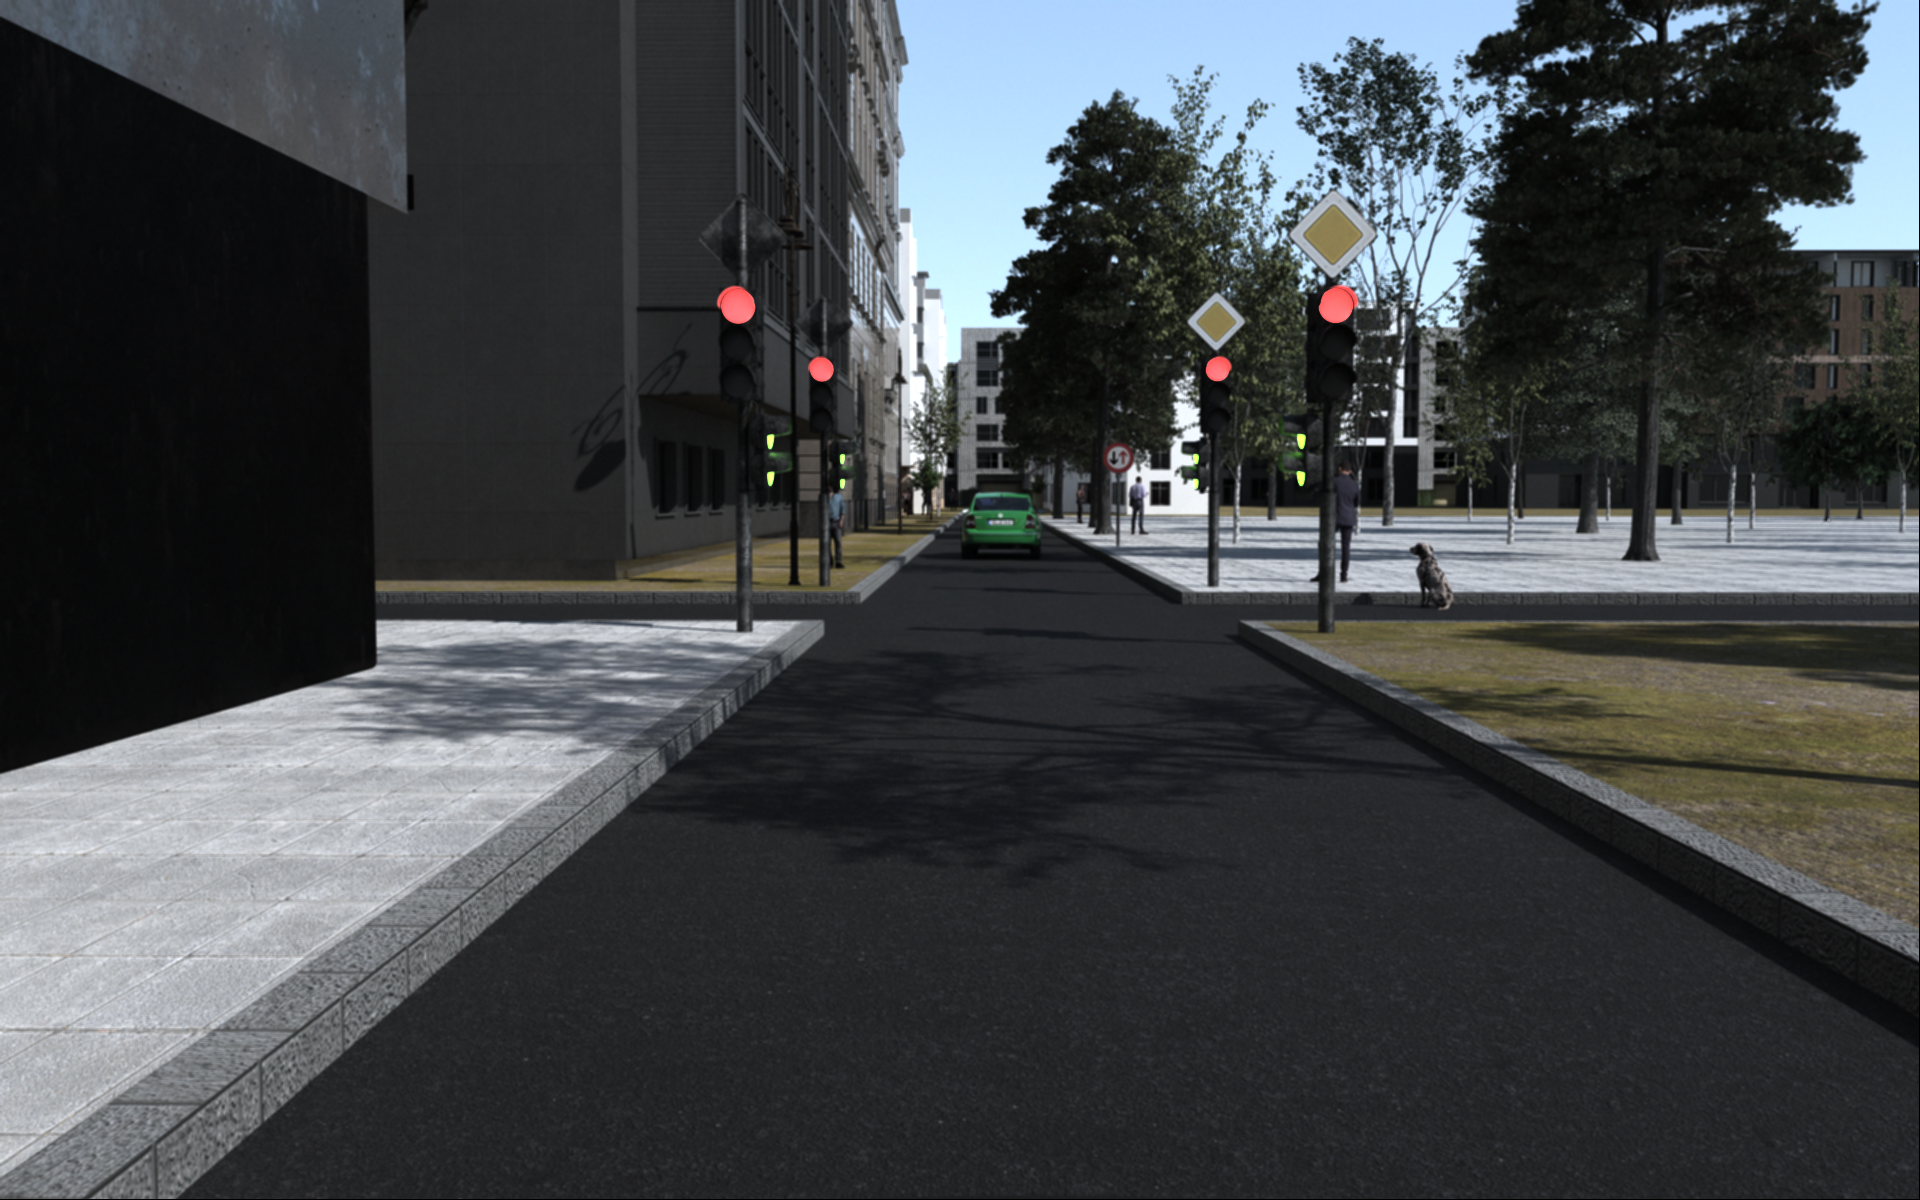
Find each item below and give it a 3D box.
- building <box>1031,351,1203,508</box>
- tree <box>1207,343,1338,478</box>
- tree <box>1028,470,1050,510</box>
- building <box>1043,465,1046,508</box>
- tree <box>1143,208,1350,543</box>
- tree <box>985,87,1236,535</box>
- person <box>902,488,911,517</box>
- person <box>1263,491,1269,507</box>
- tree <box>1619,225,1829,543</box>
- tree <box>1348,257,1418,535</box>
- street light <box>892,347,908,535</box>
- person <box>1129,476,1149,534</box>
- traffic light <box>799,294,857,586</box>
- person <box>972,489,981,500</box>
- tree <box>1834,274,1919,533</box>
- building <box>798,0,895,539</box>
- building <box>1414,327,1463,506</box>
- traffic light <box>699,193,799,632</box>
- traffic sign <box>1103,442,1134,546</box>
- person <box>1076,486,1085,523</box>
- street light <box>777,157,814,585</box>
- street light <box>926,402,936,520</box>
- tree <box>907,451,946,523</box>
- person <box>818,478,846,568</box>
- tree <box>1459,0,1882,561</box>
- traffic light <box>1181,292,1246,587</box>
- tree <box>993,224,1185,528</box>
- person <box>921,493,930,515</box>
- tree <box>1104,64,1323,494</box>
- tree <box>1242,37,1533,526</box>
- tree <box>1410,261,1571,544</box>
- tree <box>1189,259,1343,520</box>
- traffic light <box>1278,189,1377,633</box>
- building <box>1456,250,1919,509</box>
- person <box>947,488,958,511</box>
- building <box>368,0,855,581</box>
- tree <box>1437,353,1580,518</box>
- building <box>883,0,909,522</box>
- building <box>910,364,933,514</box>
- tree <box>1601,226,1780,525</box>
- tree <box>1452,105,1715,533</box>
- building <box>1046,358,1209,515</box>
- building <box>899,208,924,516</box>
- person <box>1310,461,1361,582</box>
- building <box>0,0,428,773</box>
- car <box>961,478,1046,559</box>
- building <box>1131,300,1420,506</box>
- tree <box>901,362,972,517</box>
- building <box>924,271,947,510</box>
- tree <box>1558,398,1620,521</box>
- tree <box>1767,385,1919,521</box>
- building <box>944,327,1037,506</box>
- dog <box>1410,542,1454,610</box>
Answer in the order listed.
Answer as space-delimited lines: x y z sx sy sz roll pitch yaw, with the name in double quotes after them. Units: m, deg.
14.986 -19.092 168.577 16.016 20.091 11.380 0 4 1 "building"
17.015 -9.800 94.637 8.767 10.594 7.601 2 4 24 "tree"
6.171 -8.823 138.864 1.663 3.219 1.824 0 3 0 "tree"
12.046 -12.664 149.203 9.099 9.664 28.070 0 4 1 "building"
7.084 -5.789 45.006 4.360 8.622 3.978 0 3 0 "tree"
4.752 -9.031 55.077 7.806 13.903 7.818 0 3 0 "tree"
-3.035 -5.552 98.275 0.566 1.644 0.517 -2 4 -32 "person"
32.046 -10.510 181.142 0.742 1.727 0.445 -2 4 -27 "person"
20.441 -5.819 45.495 4.360 8.622 3.978 0 3 0 "tree"
12.401 -6.363 54.391 4.360 8.622 3.978 0 3 0 "tree"
-1.887 -5.003 54.590 0.468 5.910 1.993 0 4 1 "street light"
5.733 -3.008 55.089 0.709 1.838 0.599 3 4 36 "person"
-1.865 -2.125 23.984 0.839 4.213 0.868 0 4 1 "traffic light"
1.620 -8.232 143.086 1.348 1.826 0.705 1 4 15 "person"
31.223 -6.537 57.235 4.737 8.622 4.395 0 3 0 "tree"
-8.994 -16.142 61.193 12.463 27.353 25.104 0 4 1 "building"
64.470 -19.882 191.535 31.486 18.905 16.747 0 4 1 "building"
-1.986 -1.636 16.000 0.839 4.213 0.868 0 4 1 "traffic light"
3.881 -2.590 42.453 0.768 2.556 0.104 0 4 6 "traffic sign"
5.312 -4.173 75.737 0.415 1.643 0.593 -2 4 -33 "person"
-2.335 -3.147 24.234 0.468 5.910 1.993 0 4 1 "street light"
-1.425 -6.868 85.085 0.468 5.910 1.993 0 4 1 "street light"
-1.615 -5.110 78.152 1.663 3.219 1.824 0 3 0 "tree"
-2.182 -1.318 29.797 0.499 1.552 0.429 0 4 7 "person"
13.491 -7.684 33.053 7.806 13.903 7.818 0 3 0 "tree"
3.495 -2.121 23.919 0.839 4.213 0.868 0 4 1 "traffic light"
5.197 -8.793 65.814 6.751 12.117 7.091 0 3 0 "tree"
-2.076 -6.011 104.775 0.683 1.767 0.568 -2 4 -26 "person"
4.460 -4.871 30.007 4.737 8.622 4.395 0 3 0 "tree"
17.820 -13.120 70.407 12.611 20.169 13.585 0 3 0 "tree"
13.946 -5.733 44.090 4.737 8.622 4.395 0 3 0 "tree"
14.849 -10.173 84.453 7.486 12.596 7.792 0 3 0 "tree"
3.375 -1.632 15.935 0.839 4.213 0.868 0 4 1 "traffic light"
65.830 -19.278 159.172 32.646 21.610 27.936 0 4 1 "building"
-0.577 -7.613 131.040 0.617 1.759 0.750 2 4 26 "person"
-10.224 -14.873 36.681 14.314 27.812 24.014 0 4 1 "building"
29.616 -9.592 91.243 8.767 10.594 7.601 1 4 9 "tree"
-9.570 -18.221 83.825 13.634 28.700 20.117 0 4 1 "building"
-6.514 -11.221 125.608 9.099 9.664 28.070 0 4 1 "building"
30.269 -9.426 72.244 7.486 12.596 7.792 0 3 0 "tree"
20.567 -9.162 56.450 9.857 13.997 8.962 0 3 0 "tree"
11.242 -10.946 121.108 9.099 9.664 28.070 0 4 1 "building"
-10.583 -15.217 105.212 16.016 20.091 11.380 0 4 1 "building"
5.482 -1.152 25.324 0.683 1.767 0.568 0 4 -5 "person"
-12.742 -8.548 7.204 16.811 18.784 16.820 0 4 1 "building"
0.985 -1.893 39.745 1.959 1.807 4.718 0 4 3 "car"
32.347 -21.593 197.015 32.646 21.610 27.936 0 4 1 "building"
-1.249 -8.968 96.993 4.737 8.622 4.395 0 3 0 "tree"
-9.312 -17.651 145.021 16.016 20.091 11.380 0 4 1 "building"
30.990 -8.113 83.014 4.360 8.622 3.978 0 3 0 "tree"
46.637 -7.550 86.348 11.467 7.101 20.602 2 4 26 "tree"
0.206 -19.931 192.337 31.486 18.905 16.747 0 4 1 "building"
5.954 -0.301 21.757 0.513 0.831 0.800 0 4 8 "dog"
